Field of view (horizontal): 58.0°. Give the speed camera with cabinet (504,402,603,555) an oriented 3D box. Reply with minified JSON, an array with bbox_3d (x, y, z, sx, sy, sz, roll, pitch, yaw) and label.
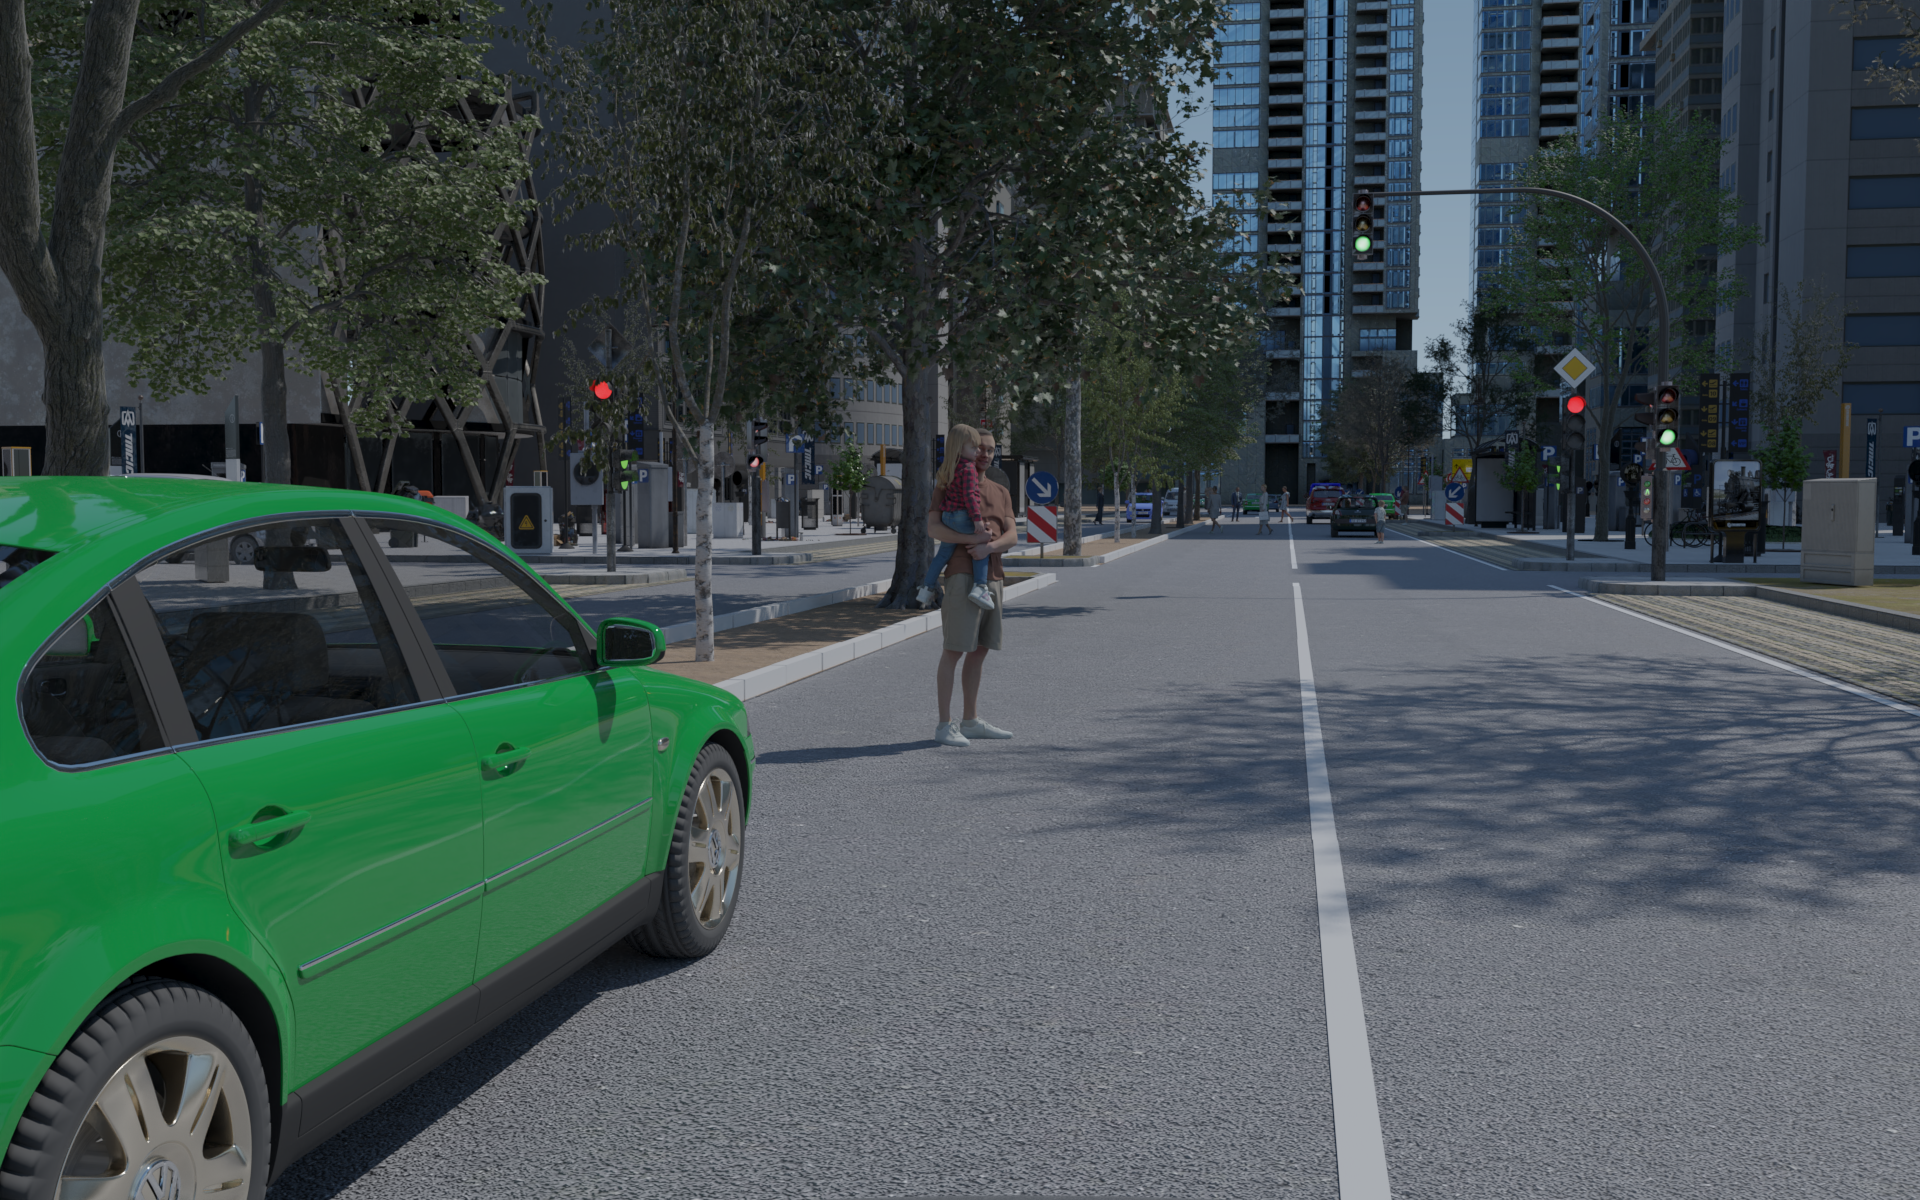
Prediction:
[{"bbox_3d":[-8.633,-2.598,36.813,2.038,3.252,0.660,-1,4,-10],"label":"speed camera with cabinet"}]

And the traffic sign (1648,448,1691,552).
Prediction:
[{"bbox_3d":[15.759,-2.355,38.507,0.884,2.594,0.081,1,4,15],"label":"traffic sign"}]

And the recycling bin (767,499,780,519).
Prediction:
[{"bbox_3d":[-9.643,-4.774,90.607,0.722,1.027,0.722,-2,4,-24],"label":"recycling bin"}]

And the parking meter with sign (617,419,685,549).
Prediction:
[{"bbox_3d":[-7.218,-2.726,40.831,0.543,3.016,1.738,2,4,30],"label":"parking meter with sign"}]

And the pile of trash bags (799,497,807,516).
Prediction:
[{"bbox_3d":[-10.422,-5.630,101.797,3.447,1.369,1.912,0,4,-1],"label":"pile of trash bags"}]

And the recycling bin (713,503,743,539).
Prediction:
[{"bbox_3d":[-6.727,-2.305,50.247,0.722,1.027,0.722,1,4,9],"label":"recycling bin"}]

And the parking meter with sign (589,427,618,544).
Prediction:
[{"bbox_3d":[-8.690,-2.962,44.691,1.738,3.016,0.543,1,4,19],"label":"parking meter with sign"}]

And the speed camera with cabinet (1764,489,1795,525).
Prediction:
[{"bbox_3d":[25.121,-3.592,53.061,0.660,3.252,2.038,1,4,16],"label":"speed camera with cabinet"}]

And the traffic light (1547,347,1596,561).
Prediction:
[{"bbox_3d":[11.770,-2.717,33.343,0.839,4.253,0.868,1,4,11],"label":"traffic light"}]

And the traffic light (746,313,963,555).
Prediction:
[{"bbox_3d":[-2.191,-3.750,35.984,4.771,5.953,1.251,1,4,11],"label":"traffic light"}]

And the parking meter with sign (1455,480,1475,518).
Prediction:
[{"bbox_3d":[27.035,-5.868,92.196,1.738,3.016,0.543,-3,4,-37],"label":"parking meter with sign"}]

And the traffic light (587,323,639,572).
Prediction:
[{"bbox_3d":[-5.742,-2.420,28.489,0.839,4.253,0.868,1,4,11],"label":"traffic light"}]

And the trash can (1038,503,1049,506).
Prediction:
[{"bbox_3d":[4.614,-5.158,95.991,0.748,1.137,0.748,0,3,0],"label":"trash can"}]

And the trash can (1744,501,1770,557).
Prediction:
[{"bbox_3d":[16.246,-1.467,35.632,0.748,1.137,0.748,0,3,0],"label":"trash can"}]

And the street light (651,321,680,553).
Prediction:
[{"bbox_3d":[-6.156,-3.947,37.315,0.468,5.910,1.993,1,4,11],"label":"street light"}]

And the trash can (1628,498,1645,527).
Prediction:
[{"bbox_3d":[26.305,-3.404,67.315,0.748,1.137,0.748,0,3,0],"label":"trash can"}]

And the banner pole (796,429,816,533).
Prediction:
[{"bbox_3d":[-5.107,-4.069,56.552,0.863,3.779,0.401,1,4,16],"label":"banner pole"}]

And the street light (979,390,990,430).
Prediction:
[{"bbox_3d":[1.127,-6.289,75.611,0.468,5.910,1.993,1,4,11],"label":"street light"}]

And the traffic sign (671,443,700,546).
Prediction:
[{"bbox_3d":[-6.761,-2.600,42.618,0.768,2.556,0.104,1,4,13],"label":"traffic sign"}]

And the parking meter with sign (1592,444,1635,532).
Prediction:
[{"bbox_3d":[22.617,-3.890,59.858,0.543,3.016,1.738,-1,4,-17],"label":"parking meter with sign"}]

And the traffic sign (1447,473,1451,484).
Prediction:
[{"bbox_3d":[28.593,-6.129,100.309,0.768,2.556,0.104,1,4,18],"label":"traffic sign"}]

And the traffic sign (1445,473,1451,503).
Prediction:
[{"bbox_3d":[29.684,-6.406,104.838,0.768,2.556,0.104,1,4,13],"label":"traffic sign"}]

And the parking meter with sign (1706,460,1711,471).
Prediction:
[{"bbox_3d":[37.652,-5.675,89.042,0.543,3.016,1.738,-3,5,-42],"label":"parking meter with sign"}]

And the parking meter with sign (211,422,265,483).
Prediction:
[{"bbox_3d":[-17.741,-2.799,42.030,1.738,3.016,0.543,0,4,-2],"label":"parking meter with sign"}]

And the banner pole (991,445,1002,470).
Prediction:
[{"bbox_3d":[1.474,-5.339,77.306,0.863,3.779,0.401,1,4,8],"label":"banner pole"}]

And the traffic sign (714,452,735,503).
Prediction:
[{"bbox_3d":[-7.125,-3.179,52.077,0.768,2.556,0.104,1,4,18],"label":"traffic sign"}]

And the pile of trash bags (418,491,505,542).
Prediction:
[{"bbox_3d":[-13.093,-2.273,46.921,3.447,1.369,1.912,-2,4,-25],"label":"pile of trash bags"}]

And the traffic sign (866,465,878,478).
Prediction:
[{"bbox_3d":[-3.925,-4.562,74.699,0.768,2.556,0.104,1,4,14],"label":"traffic sign"}]

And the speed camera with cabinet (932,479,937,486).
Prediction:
[{"bbox_3d":[-0.650,-6.926,107.576,2.038,3.252,0.660,2,4,24],"label":"speed camera with cabinet"}]

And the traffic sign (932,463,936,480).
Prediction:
[{"bbox_3d":[-1.290,-4.217,69.050,0.768,2.556,0.104,1,4,13],"label":"traffic sign"}]

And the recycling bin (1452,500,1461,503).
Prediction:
[{"bbox_3d":[29.492,-5.480,102.152,0.722,1.027,0.722,2,4,34],"label":"recycling bin"}]

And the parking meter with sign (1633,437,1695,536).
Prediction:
[{"bbox_3d":[21.491,-3.446,52.597,0.543,3.016,1.738,-2,4,-33],"label":"parking meter with sign"}]

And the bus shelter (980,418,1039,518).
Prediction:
[{"bbox_3d":[2.599,-7.136,94.302,2.179,5.291,8.768,1,4,11],"label":"bus shelter"}]

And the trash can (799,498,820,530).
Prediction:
[{"bbox_3d":[-5.373,-3.075,61.937,0.748,1.137,0.748,0,3,0],"label":"trash can"}]

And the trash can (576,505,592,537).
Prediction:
[{"bbox_3d":[-11.337,-2.500,52.533,0.748,1.137,0.748,0,3,0],"label":"trash can"}]

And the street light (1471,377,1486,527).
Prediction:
[{"bbox_3d":[20.371,-5.834,68.173,0.468,5.910,1.993,1,4,11],"label":"street light"}]

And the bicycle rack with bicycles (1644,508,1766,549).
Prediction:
[{"bbox_3d":[18.053,-1.736,41.763,2.925,0.926,2.852,1,4,14],"label":"bicycle rack with bicycles"}]

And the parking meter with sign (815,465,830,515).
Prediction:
[{"bbox_3d":[-8.251,-6.634,104.720,0.543,3.016,1.738,-2,4,-25],"label":"parking meter with sign"}]

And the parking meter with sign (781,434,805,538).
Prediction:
[{"bbox_3d":[-4.985,-3.347,50.976,0.543,3.016,1.738,-1,4,-15],"label":"parking meter with sign"}]

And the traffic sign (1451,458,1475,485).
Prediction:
[{"bbox_3d":[28.947,-6.365,97.946,2.265,3.308,0.079,1,4,13],"label":"traffic sign"}]

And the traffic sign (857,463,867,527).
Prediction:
[{"bbox_3d":[-4.023,-4.178,68.414,0.768,2.556,0.104,1,4,17],"label":"traffic sign"}]

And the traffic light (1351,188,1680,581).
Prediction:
[{"bbox_3d":[8.219,-3.124,25.742,4.771,5.953,1.251,1,4,11],"label":"traffic light"}]

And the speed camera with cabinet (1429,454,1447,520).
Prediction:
[{"bbox_3d":[23.596,-5.575,85.491,0.660,3.252,2.038,0,4,7],"label":"speed camera with cabinet"}]

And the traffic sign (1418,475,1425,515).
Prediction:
[{"bbox_3d":[28.635,-6.533,106.926,0.768,2.556,0.104,1,4,14],"label":"traffic sign"}]

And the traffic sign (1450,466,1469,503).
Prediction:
[{"bbox_3d":[23.380,-4.961,81.120,0.884,2.594,0.081,1,4,11],"label":"traffic sign"}]

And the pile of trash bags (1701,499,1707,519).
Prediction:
[{"bbox_3d":[35.451,-4.326,80.483,3.447,1.369,1.912,-3,5,-42],"label":"pile of trash bags"}]

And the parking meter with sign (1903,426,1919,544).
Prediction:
[{"bbox_3d":[24.918,-2.985,45.070,0.543,3.016,1.738,2,4,35],"label":"parking meter with sign"}]

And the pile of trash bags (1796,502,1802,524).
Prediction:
[{"bbox_3d":[35.468,-3.898,73.492,1.912,1.369,3.447,3,5,44],"label":"pile of trash bags"}]

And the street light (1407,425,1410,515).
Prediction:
[{"bbox_3d":[27.579,-8.177,106.483,0.468,5.910,1.993,1,4,11],"label":"street light"}]

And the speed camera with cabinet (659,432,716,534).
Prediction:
[{"bbox_3d":[-8.911,-3.757,55.760,2.038,3.252,0.660,-1,4,-10],"label":"speed camera with cabinet"}]

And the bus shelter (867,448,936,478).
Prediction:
[{"bbox_3d":[-2.581,-5.191,78.789,2.014,3.302,5.546,1,4,11],"label":"bus shelter"}]

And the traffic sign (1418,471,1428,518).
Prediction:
[{"bbox_3d":[25.357,-5.769,94.335,0.884,2.594,0.081,1,4,11],"label":"traffic sign"}]

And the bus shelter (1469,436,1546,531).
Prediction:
[{"bbox_3d":[19.736,-4.209,62.739,2.014,3.302,5.546,1,4,11],"label":"bus shelter"}]

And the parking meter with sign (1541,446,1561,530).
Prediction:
[{"bbox_3d":[21.629,-4.101,63.305,0.543,3.016,1.738,2,4,27],"label":"parking meter with sign"}]
